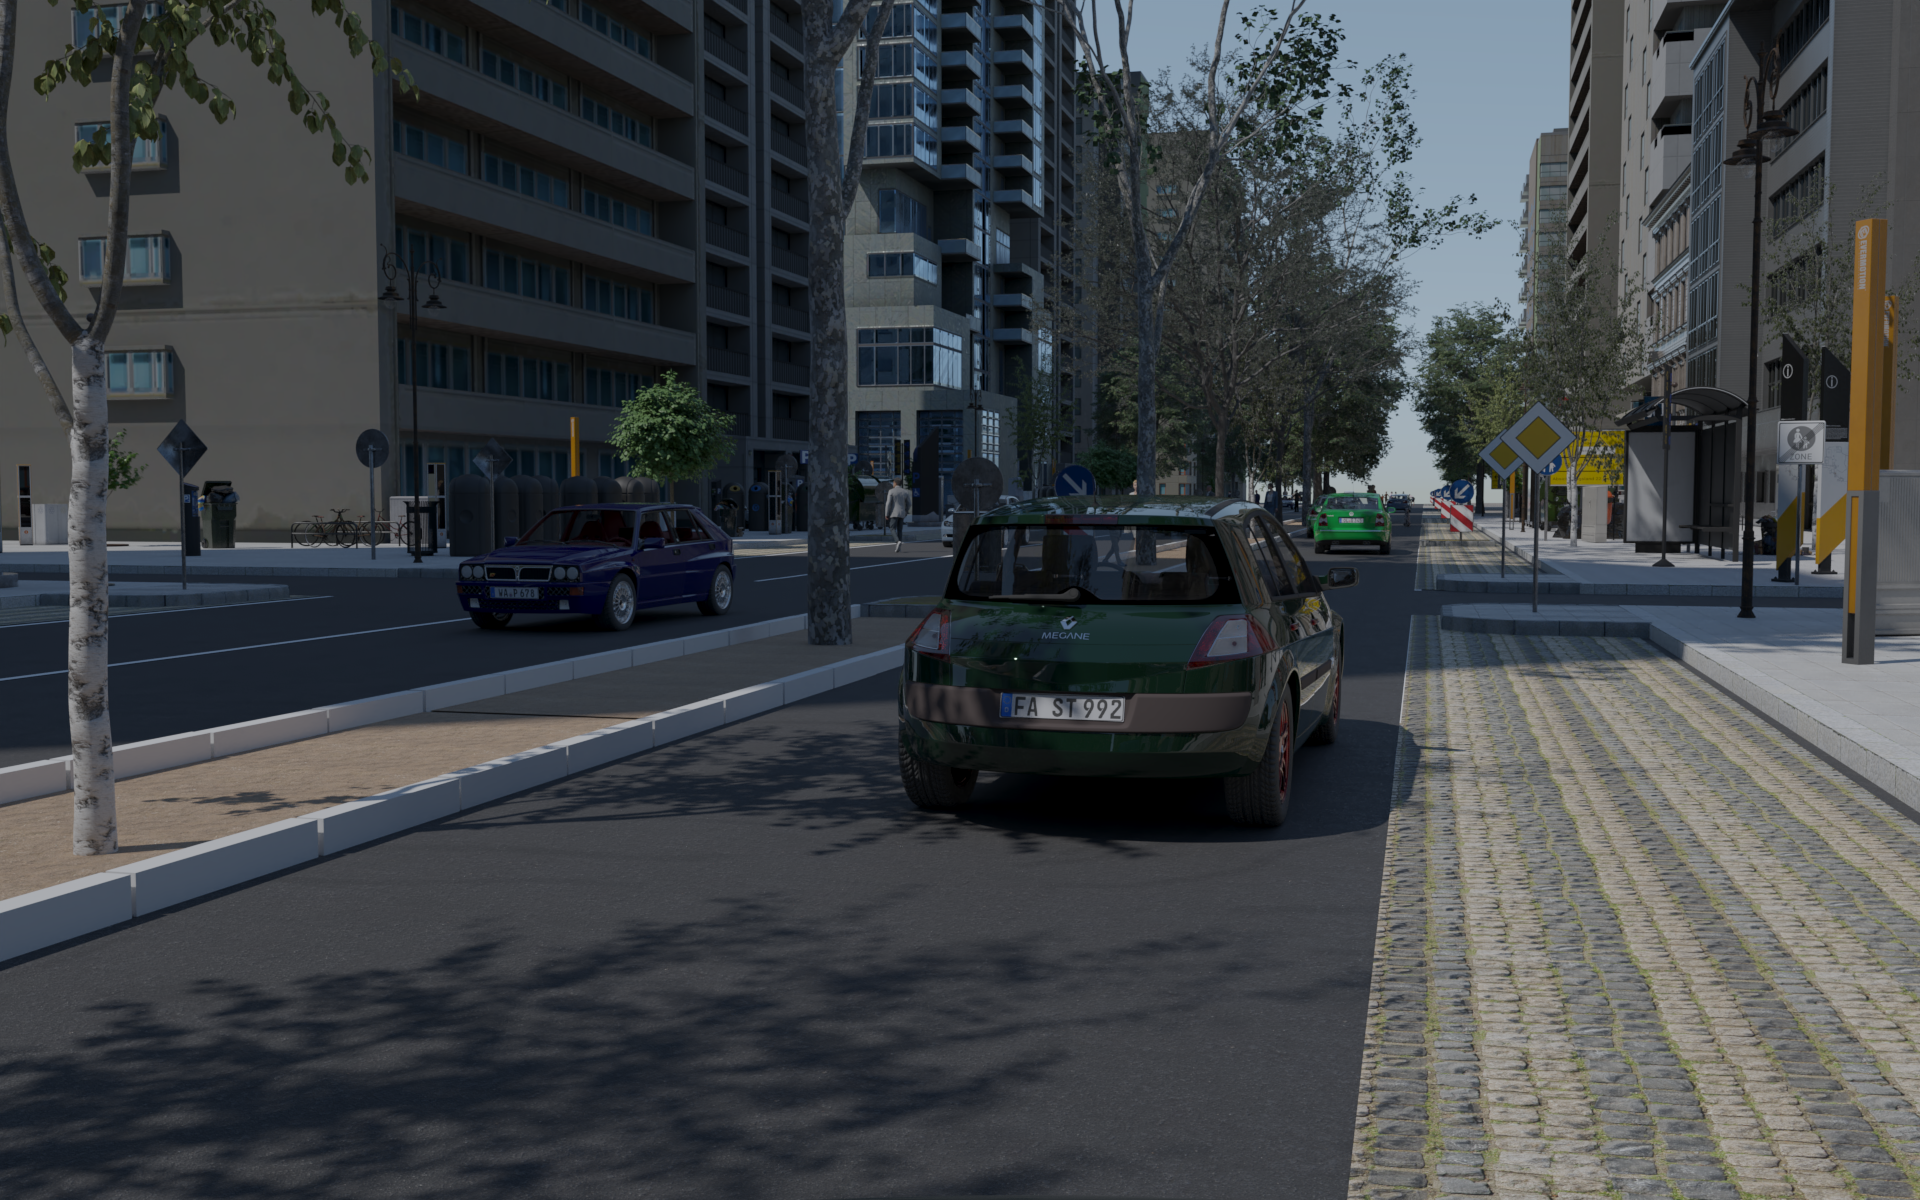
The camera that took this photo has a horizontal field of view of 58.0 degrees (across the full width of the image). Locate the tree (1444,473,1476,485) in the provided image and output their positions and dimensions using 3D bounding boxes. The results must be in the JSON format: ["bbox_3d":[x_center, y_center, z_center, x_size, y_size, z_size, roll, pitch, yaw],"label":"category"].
[{"bbox_3d":[47.559,-11.072,164.733,4.285,4.588,4.351,0,3,0],"label":"tree"}]

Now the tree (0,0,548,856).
[{"bbox_3d":[-3.415,-3.305,6.864,4.737,8.622,4.395,0,3,0],"label":"tree"}]

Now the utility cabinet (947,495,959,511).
[{"bbox_3d":[-0.164,-5.101,94.564,1.020,1.237,0.306,1,4,13],"label":"utility cabinet"}]

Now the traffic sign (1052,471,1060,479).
[{"bbox_3d":[5.509,-5.916,96.829,0.768,2.556,0.104,1,4,17],"label":"traffic sign"}]

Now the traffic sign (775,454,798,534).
[{"bbox_3d":[-5.591,-3.398,55.658,0.768,2.556,0.104,1,4,17],"label":"traffic sign"}]

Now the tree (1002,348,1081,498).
[{"bbox_3d":[3.965,-8.402,87.738,4.737,8.622,4.395,0,3,0],"label":"tree"}]

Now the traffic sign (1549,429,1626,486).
[{"bbox_3d":[19.865,-3.732,54.897,2.265,3.308,0.079,1,4,22],"label":"traffic sign"}]

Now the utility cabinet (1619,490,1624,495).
[{"bbox_3d":[36.771,-5.384,96.702,1.173,1.500,0.318,-2,4,-35],"label":"utility cabinet"}]

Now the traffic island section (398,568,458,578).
[{"bbox_3d":[-8.371,-0.533,30.988,2.009,0.180,2.903,1,4,15],"label":"traffic island section"}]

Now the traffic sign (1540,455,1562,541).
[{"bbox_3d":[16.010,-2.885,47.272,0.768,2.556,0.104,1,4,16],"label":"traffic sign"}]

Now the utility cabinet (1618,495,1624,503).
[{"bbox_3d":[34.671,-4.895,91.198,1.020,1.237,0.306,2,4,30],"label":"utility cabinet"}]

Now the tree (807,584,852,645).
[{"bbox_3d":[-0.288,-9.565,14.742,12.611,20.169,13.585,0,3,0],"label":"tree"}]

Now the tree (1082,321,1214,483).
[{"bbox_3d":[13.061,-13.065,120.266,9.857,13.997,8.962,0,3,0],"label":"tree"}]

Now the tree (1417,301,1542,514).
[{"bbox_3d":[34.240,-12.650,113.487,9.857,13.997,8.962,0,3,0],"label":"tree"}]

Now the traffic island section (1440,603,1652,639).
[{"bbox_3d":[6.260,0.213,18.804,2.009,0.180,2.903,1,4,15],"label":"traffic island section"}]

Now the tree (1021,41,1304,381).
[{"bbox_3d":[6.983,-8.161,46.255,12.009,13.543,11.850,0,3,0],"label":"tree"}]

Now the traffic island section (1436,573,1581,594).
[{"bbox_3d":[8.330,-0.259,26.517,2.009,0.180,2.903,1,4,15],"label":"traffic island section"}]

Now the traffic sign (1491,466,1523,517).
[{"bbox_3d":[30.297,-6.182,94.942,2.265,3.308,0.079,1,4,18],"label":"traffic sign"}]

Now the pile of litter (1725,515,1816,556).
[{"bbox_3d":[17.146,-1.384,36.598,1.176,0.858,1.719,-3,5,-40],"label":"pile of litter"}]

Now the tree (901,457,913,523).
[{"bbox_3d":[-1.769,-4.995,76.265,1.663,3.219,1.824,0,3,0],"label":"tree"}]

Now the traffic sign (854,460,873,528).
[{"bbox_3d":[-3.665,-4.006,65.605,0.768,2.556,0.104,1,4,19],"label":"traffic sign"}]

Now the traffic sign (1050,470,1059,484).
[{"bbox_3d":[5.298,-5.771,94.352,0.884,2.594,0.081,1,4,18],"label":"traffic sign"}]

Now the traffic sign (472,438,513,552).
[{"bbox_3d":[-8.346,-1.668,30.920,0.795,2.450,0.064,1,4,15],"label":"traffic sign"}]

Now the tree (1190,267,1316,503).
[{"bbox_3d":[9.223,-6.211,54.366,4.360,8.622,3.978,0,3,0],"label":"tree"}]

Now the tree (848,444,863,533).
[{"bbox_3d":[-3.977,-3.788,56.534,1.663,3.219,1.824,0,3,0],"label":"tree"}]

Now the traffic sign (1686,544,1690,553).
[{"bbox_3d":[15.970,-2.311,37.898,0.768,2.556,0.104,1,4,21],"label":"traffic sign"}]

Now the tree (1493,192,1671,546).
[{"bbox_3d":[15.027,-5.611,42.096,4.360,8.622,3.978,0,3,0],"label":"tree"}]

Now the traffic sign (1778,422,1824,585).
[{"bbox_3d":[11.796,-1.359,24.345,0.606,2.300,0.079,1,4,20],"label":"traffic sign"}]

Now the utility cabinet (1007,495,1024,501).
[{"bbox_3d":[2.462,-4.119,78.513,0.306,1.237,1.020,-3,4,-38],"label":"utility cabinet"}]

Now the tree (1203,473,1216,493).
[{"bbox_3d":[22.853,-9.928,156.917,1.663,3.219,1.824,0,3,0],"label":"tree"}]

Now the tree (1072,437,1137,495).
[{"bbox_3d":[8.145,-7.140,100.450,4.285,4.588,4.351,0,3,0],"label":"tree"}]

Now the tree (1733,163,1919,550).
[{"bbox_3d":[19.863,-5.448,39.439,4.360,8.622,3.978,0,3,0],"label":"tree"}]

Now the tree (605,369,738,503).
[{"bbox_3d":[-7.572,-3.749,45.016,4.285,4.588,4.351,0,3,0],"label":"tree"}]

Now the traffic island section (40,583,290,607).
[{"bbox_3d":[-10.441,-0.061,23.275,2.009,0.180,2.903,1,4,15],"label":"traffic island section"}]

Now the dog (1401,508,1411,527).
[{"bbox_3d":[19.591,-3.636,76.291,0.800,0.831,0.513,-3,4,-36],"label":"dog"}]

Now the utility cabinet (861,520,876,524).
[{"bbox_3d":[-4.294,-4.308,79.110,0.318,1.500,1.173,-2,4,-35],"label":"utility cabinet"}]

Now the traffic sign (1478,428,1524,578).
[{"bbox_3d":[8.305,-1.395,26.447,0.795,2.450,0.064,1,4,15],"label":"traffic sign"}]

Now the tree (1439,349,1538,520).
[{"bbox_3d":[27.197,-8.349,86.875,4.737,8.622,4.395,0,3,0],"label":"tree"}]

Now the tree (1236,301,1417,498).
[{"bbox_3d":[20.371,-10.799,96.021,9.611,12.733,9.660,0,3,0],"label":"tree"}]

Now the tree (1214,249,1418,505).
[{"bbox_3d":[17.820,-10.802,85.721,9.857,13.997,8.962,0,3,0],"label":"tree"}]

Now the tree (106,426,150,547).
[{"bbox_3d":[-20.982,-2.917,42.292,1.663,3.219,1.824,0,3,0],"label":"tree"}]

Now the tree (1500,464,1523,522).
[{"bbox_3d":[25.740,-5.254,80.509,1.663,3.219,1.824,0,3,0],"label":"tree"}]

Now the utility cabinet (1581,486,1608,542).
[{"bbox_3d":[16.804,-2.276,45.898,0.318,1.500,1.173,0,4,3],"label":"utility cabinet"}]

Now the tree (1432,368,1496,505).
[{"bbox_3d":[45.886,-14.452,154.422,7.486,12.596,7.792,0,3,0],"label":"tree"}]

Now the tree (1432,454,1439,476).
[{"bbox_3d":[42.479,-11.812,143.493,4.737,8.622,4.395,0,3,0],"label":"tree"}]

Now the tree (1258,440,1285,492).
[{"bbox_3d":[37.946,-16.036,212.550,4.737,8.622,4.395,0,3,0],"label":"tree"}]

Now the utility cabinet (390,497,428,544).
[{"bbox_3d":[-14.122,-2.045,44.594,1.020,1.237,0.306,-1,4,-10],"label":"utility cabinet"}]

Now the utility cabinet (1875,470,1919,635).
[{"bbox_3d":[8.675,-0.430,15.714,1.173,1.500,0.318,-1,4,-11],"label":"utility cabinet"}]

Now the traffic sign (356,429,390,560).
[{"bbox_3d":[-11.463,-2.059,33.777,0.768,2.556,0.104,1,4,17],"label":"traffic sign"}]

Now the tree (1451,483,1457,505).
[{"bbox_3d":[59.563,-13.127,209.228,1.663,3.219,1.824,0,3,0],"label":"tree"}]
